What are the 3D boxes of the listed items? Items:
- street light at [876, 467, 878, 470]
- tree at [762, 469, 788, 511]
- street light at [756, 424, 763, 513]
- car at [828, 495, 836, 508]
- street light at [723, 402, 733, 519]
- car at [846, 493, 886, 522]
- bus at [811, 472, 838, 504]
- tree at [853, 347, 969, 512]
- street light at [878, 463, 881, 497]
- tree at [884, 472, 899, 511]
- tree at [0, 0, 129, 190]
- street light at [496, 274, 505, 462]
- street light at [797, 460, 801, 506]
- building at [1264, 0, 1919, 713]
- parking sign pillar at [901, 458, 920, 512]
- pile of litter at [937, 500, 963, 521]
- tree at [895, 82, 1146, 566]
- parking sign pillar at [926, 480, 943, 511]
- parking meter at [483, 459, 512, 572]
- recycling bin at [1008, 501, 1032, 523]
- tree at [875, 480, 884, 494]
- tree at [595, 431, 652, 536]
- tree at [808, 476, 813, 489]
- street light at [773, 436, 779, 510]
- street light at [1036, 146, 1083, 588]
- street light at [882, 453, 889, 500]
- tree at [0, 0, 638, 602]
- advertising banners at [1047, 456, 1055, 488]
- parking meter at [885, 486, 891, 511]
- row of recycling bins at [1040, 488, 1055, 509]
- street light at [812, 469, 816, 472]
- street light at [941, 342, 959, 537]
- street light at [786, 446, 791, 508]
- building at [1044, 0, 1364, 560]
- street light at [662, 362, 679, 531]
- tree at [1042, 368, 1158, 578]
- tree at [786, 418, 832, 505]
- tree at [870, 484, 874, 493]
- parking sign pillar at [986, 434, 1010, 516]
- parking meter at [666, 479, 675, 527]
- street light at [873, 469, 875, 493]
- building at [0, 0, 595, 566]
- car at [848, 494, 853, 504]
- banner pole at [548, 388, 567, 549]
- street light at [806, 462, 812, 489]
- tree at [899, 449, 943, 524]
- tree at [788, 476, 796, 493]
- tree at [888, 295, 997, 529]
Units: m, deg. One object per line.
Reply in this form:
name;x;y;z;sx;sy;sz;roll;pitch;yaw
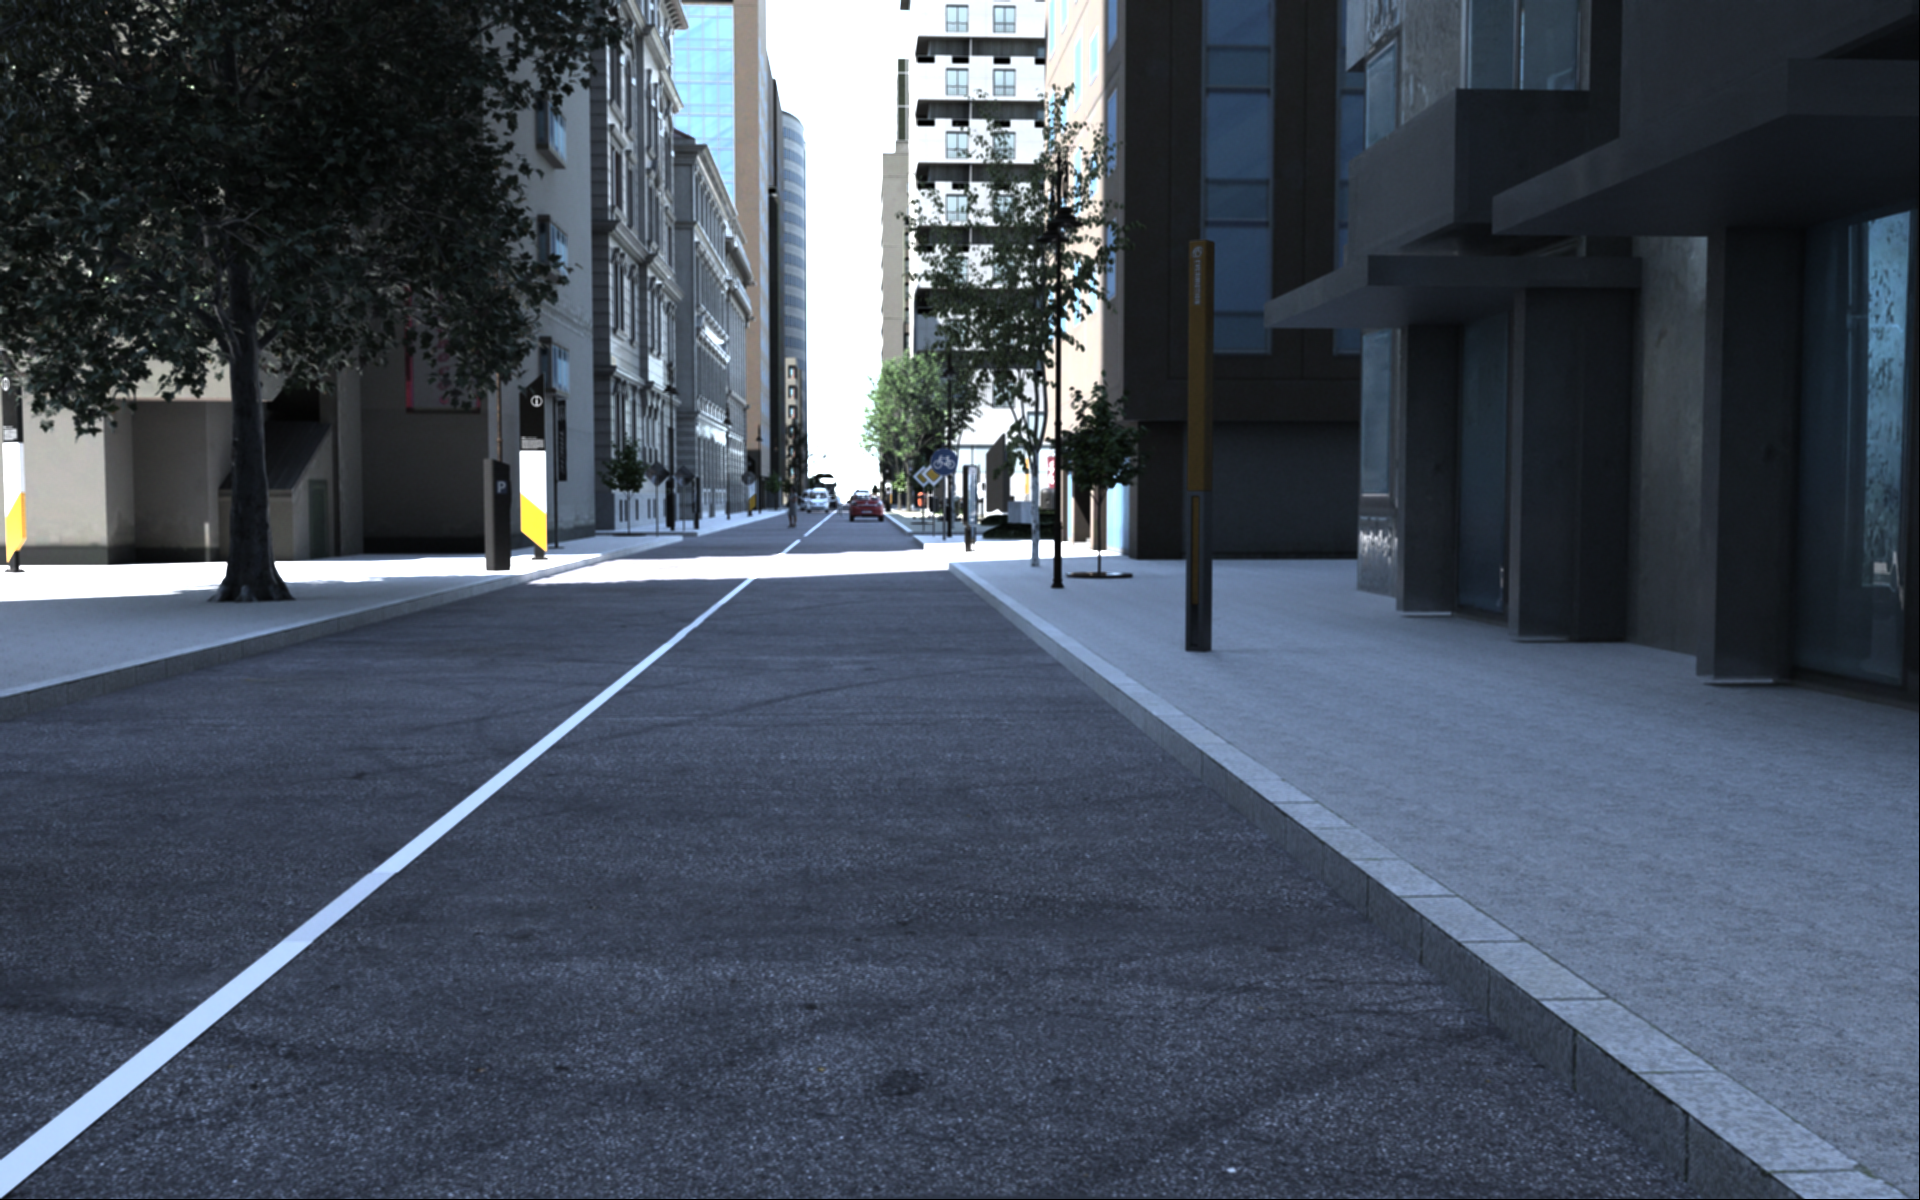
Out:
street light;-9.853;-14.596;211.424;0.468;5.910;1.993;0;4;-3
tree;-14.500;-8.520;133.907;1.663;3.219;1.824;0;3;0
street light;-13.229;-8.656;114.315;0.468;5.910;1.993;0;4;-3
car;-13.730;-10.221;179.685;1.945;1.354;3.894;0;4;-4
street light;-11.691;-7.003;87.289;0.468;5.910;1.993;0;4;-3
car;-4.972;-5.067;91.887;2.155;1.783;4.494;0;4;-4
bus;-15.655;-12.831;201.332;2.896;3.916;12.252;0;4;-2
tree;-3.441;-11.954;121.198;9.928;11.665;9.643;0;3;0
street light;-8.230;-12.963;184.731;0.468;5.910;1.993;0;4;-3
tree;-4.334;-8.352;131.158;1.663;3.219;1.824;0;3;0
tree;-8.031;-3.770;11.999;4.360;8.622;3.978;0;3;0
street light;-8.203;-3.549;30.815;0.468;5.910;1.993;0;4;-3
street light;-17.711;-13.328;190.695;0.468;5.910;1.993;0;4;-3
building;15.554;-23.840;9.386;23.786;49.044;30.456;0;4;-3
parking sign pillar;-3.641;-8.495;127.361;1.447;3.967;1.447;0;4;6
pile of litter;-0.484;-4.174;82.206;1.176;0.858;1.719;-3;4;-37
tree;1.097;-4.902;30.511;4.737;8.622;4.395;0;3;0
parking sign pillar;-1.878;-8.893;133.874;1.447;3.967;1.447;0;4;2
parking meter;-7.692;-1.414;28.832;0.255;1.863;0.399;3;4;39
recycling bin;2.168;-2.968;61.088;0.722;1.027;0.722;-3;4;-36
tree;-7.473;-11.466;182.077;1.663;3.219;1.824;0;3;0
tree;-10.183;-3.585;53.217;1.663;3.219;1.824;0;3;0
tree;-24.766;-18.904;292.794;4.285;4.588;4.351;0;3;0
street light;-14.593;-10.060;137.269;0.468;5.910;1.993;0;4;-3
street light;1.336;-3.103;23.524;0.468;5.910;1.993;0;4;-3
street light;-6.645;-11.316;157.806;0.468;5.910;1.993;0;4;-3
tree;-8.671;-6.345;20.747;9.611;12.733;9.660;0;3;0
advertising banners;4.769;-5.112;79.767;0.090;3.025;2.074;-3;5;-44
parking meter;-5.345;-7.518;128.623;0.399;1.863;0.255;0;4;2
row of recycling bins;6.221;-6.720;116.982;1.069;1.692;3.534;1;4;17
street light;-21.080;-16.726;246.250;0.468;5.910;1.993;0;4;-3
street light;-0.318;-4.823;51.640;0.468;5.910;1.993;0;4;-3
street light;-16.188;-11.693;163.963;0.468;5.910;1.993;0;4;-3
building;9.597;-23.814;39.472;14.600;45.320;14.200;0;4;-3
street light;-10.087;-5.370;60.595;0.468;5.910;1.993;0;4;-3
tree;2.178;-1.957;26.597;1.663;3.219;1.824;0;3;0
tree;-19.825;-16.993;212.251;8.767;10.594;7.601;-1;4;-11
tree;-14.018;-17.833;286.168;1.663;3.219;1.824;0;3;0
parking sign pillar;1.706;-5.463;77.786;1.447;3.967;1.447;-2;4;-35
parking meter;-11.190;-3.744;66.918;0.255;1.863;0.399;1;4;8
street light;-11.535;-16.401;240.938;0.468;5.910;1.993;0;4;-3
building;-20.850;-25.432;39.522;21.600;48.544;21.300;0;4;-3
car;-14.442;-14.002;239.157;2.015;1.641;3.980;0;4;-4
banner pole;-9.403;-3.097;40.660;0.401;3.779;0.863;-3;4;-37
street light;-19.397;-15.093;219.561;0.468;5.910;1.993;0;4;-3
tree;-1.578;-4.869;74.209;1.663;3.219;1.824;0;3;0
tree;-16.684;-10.517;166.561;1.663;3.219;1.824;0;3;0
tree;-0.385;-6.966;64.263;4.360;8.622;3.978;0;3;0
